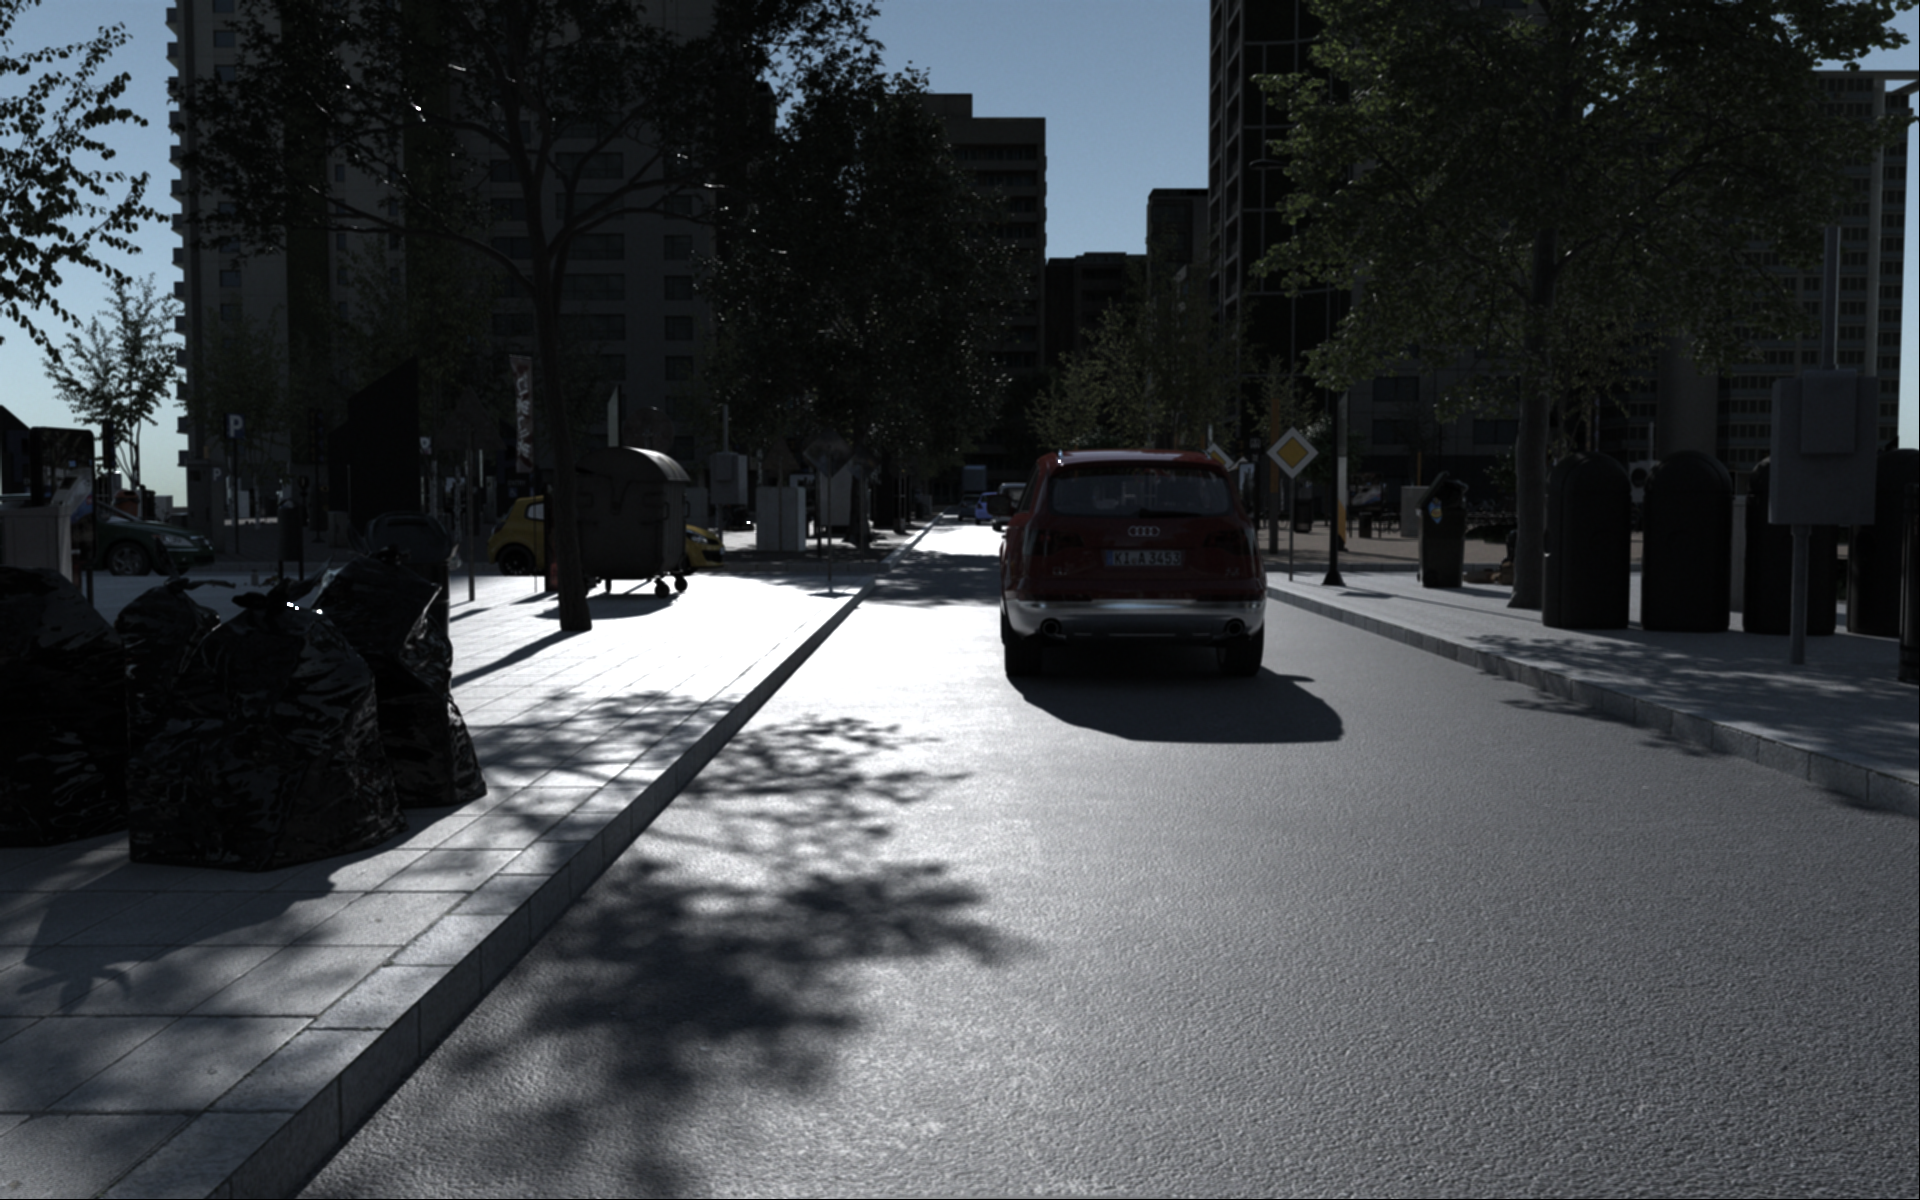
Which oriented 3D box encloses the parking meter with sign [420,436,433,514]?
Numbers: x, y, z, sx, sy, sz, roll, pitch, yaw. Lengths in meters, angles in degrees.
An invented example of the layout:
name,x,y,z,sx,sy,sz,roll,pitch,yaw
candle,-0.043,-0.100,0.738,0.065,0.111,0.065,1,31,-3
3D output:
name,x,y,z,sx,sy,sz,roll,pitch,yaw
parking meter with sign,-16.548,-3.396,51.793,0.543,3.016,1.738,2,4,26

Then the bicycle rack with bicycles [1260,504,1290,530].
name,x,y,z,sx,sy,sz,roll,pitch,yaw
bicycle rack with bicycles,10.754,-3.026,62.854,2.852,0.926,2.925,3,5,43

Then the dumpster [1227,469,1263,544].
name,x,y,z,sx,sy,sz,roll,pitch,yaw
dumpster,6.429,-2.155,40.988,1.264,1.857,1.865,0,4,0

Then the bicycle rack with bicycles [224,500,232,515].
name,x,y,z,sx,sy,sz,roll,pitch,yaw
bicycle rack with bicycles,-44.634,-5.551,104.134,2.925,0.926,2.852,-1,4,-14

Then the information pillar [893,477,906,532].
name,x,y,z,sx,sy,sz,roll,pitch,yaw
information pillar,-2.039,-3.291,58.306,0.304,2.012,0.304,-3,5,-41

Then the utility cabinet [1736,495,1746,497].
name,x,y,z,sx,sy,sz,roll,pitch,yaw
utility cabinet,34.469,-4.016,76.821,1.020,1.237,0.306,-1,4,-21

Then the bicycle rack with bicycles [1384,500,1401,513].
name,x,y,z,sx,sy,sz,roll,pitch,yaw
bicycle rack with bicycles,26.254,-5.410,101.843,2.852,0.926,2.925,-1,4,-18

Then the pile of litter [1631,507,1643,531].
name,x,y,z,sx,sy,sz,roll,pitch,yaw
pile of litter,23.075,-2.801,59.767,1.719,0.858,1.176,0,4,6

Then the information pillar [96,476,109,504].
name,x,y,z,sx,sy,sz,roll,pitch,yaw
information pillar,-35.183,-4.077,71.147,0.304,2.012,0.304,1,4,18

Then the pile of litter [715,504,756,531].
name,x,y,z,sx,sy,sz,roll,pitch,yaw
pile of litter,-7.676,-2.842,60.428,1.719,0.858,1.176,1,4,17

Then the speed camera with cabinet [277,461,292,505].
name,x,y,z,sx,sy,sz,roll,pitch,yaw
speed camera with cabinet,-40.995,-6.769,105.006,0.660,3.252,2.038,-2,4,-30

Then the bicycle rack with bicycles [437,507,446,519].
name,x,y,z,sx,sy,sz,roll,pitch,yaw
bicycle rack with bicycles,-27.910,-4.664,89.645,2.925,0.926,2.852,2,4,26

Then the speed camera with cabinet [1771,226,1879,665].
name,x,y,z,sx,sy,sz,roll,pitch,yaw
speed camera with cabinet,7.171,-1.134,12.877,2.038,3.252,0.660,1,4,19

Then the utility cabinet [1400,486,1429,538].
name,x,y,z,sx,sy,sz,roll,pitch,yaw
utility cabinet,13.456,-2.563,50.589,1.173,1.500,0.318,-1,4,-23

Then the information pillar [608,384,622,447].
name,x,y,z,sx,sy,sz,roll,pitch,yaw
information pillar,-7.372,-2.797,37.089,0.183,3.616,0.504,-3,4,-38

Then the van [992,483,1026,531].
name,x,y,z,sx,sy,sz,roll,pitch,yaw
van,2.141,-3.721,67.848,2.013,2.044,4.112,0,4,-1

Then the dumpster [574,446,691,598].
name,x,y,z,sx,sy,sz,roll,pitch,yaw
dumpster,-4.166,-0.989,21.922,1.264,1.857,1.865,0,4,0

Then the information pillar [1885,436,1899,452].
name,x,y,z,sx,sy,sz,roll,pitch,yaw
information pillar,37.178,-4.758,69.153,0.504,3.616,0.183,2,4,27

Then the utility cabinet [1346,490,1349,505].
name,x,y,z,sx,sy,sz,roll,pitch,yaw
utility cabinet,21.232,-5.224,94.092,0.318,1.500,1.173,-1,4,-22

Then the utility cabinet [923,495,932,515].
name,x,y,z,sx,sy,sz,roll,pitch,yaw
utility cabinet,-2.262,-5.905,107.716,1.020,1.237,0.306,2,4,26

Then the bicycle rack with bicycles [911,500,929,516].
name,x,y,z,sx,sy,sz,roll,pitch,yaw
bicycle rack with bicycles,-3.304,-5.491,103.155,2.925,0.926,2.852,0,4,-2

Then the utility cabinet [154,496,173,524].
name,x,y,z,sx,sy,sz,roll,pitch,yaw
utility cabinet,-34.734,-3.937,75.538,1.020,1.237,0.306,3,4,36

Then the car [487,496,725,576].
name,x,y,z,sx,sy,sz,roll,pitch,yaw
car,-6.054,-1.197,29.796,3.980,1.641,2.015,0,4,1

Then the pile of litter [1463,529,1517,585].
name,x,y,z,sx,sy,sz,roll,pitch,yaw
pile of litter,7.846,-0.666,24.856,1.176,0.858,1.719,0,4,6

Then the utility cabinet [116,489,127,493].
name,x,y,z,sx,sy,sz,roll,pitch,yaw
utility cabinet,-34.028,-3.770,70.311,0.318,1.500,1.173,-1,4,-20

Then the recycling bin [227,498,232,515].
name,x,y,z,sx,sy,sz,roll,pitch,yaw
recycling bin,-44.449,-5.730,106.236,0.722,1.027,0.722,1,4,17

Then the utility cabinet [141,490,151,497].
name,x,y,z,sx,sy,sz,roll,pitch,yaw
utility cabinet,-40.644,-4.733,86.069,1.173,1.500,0.318,3,4,36

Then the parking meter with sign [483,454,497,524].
name,x,y,z,sx,sy,sz,roll,pitch,yaw
parking meter with sign,-20.088,-4.802,74.767,0.543,3.016,1.738,-3,5,-41

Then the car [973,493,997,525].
name,x,y,z,sx,sy,sz,roll,pitch,yaw
car,1.561,-4.400,81.524,1.945,1.707,3.694,0,3,0

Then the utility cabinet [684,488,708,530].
name,x,y,z,sx,sy,sz,roll,pitch,yaw
utility cabinet,-9.342,-3.189,60.822,1.173,1.500,0.318,3,5,41

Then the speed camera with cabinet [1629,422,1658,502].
name,x,y,z,sx,sy,sz,roll,pitch,yaw
speed camera with cabinet,18.494,-3.296,48.220,0.660,3.252,2.038,-2,4,-31

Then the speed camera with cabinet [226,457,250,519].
name,x,y,z,sx,sy,sz,roll,pitch,yaw
speed camera with cabinet,-38.211,-5.952,91.658,0.660,3.252,2.038,-3,4,-39

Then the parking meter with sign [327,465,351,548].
name,x,y,z,sx,sy,sz,roll,pitch,yaw
parking meter with sign,-14.442,-2.797,41.999,0.543,3.016,1.738,3,5,42

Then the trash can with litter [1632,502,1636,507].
name,x,y,z,sx,sy,sz,roll,pitch,yaw
trash can with litter,42.036,-5.926,108.277,0.624,1.170,1.055,2,4,27

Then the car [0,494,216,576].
name,x,y,z,sx,sy,sz,roll,pitch,yaw
car,-15.133,-1.067,29.245,4.920,1.459,2.131,0,4,-1

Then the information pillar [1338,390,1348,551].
name,x,y,z,sx,sy,sz,roll,pitch,yaw
information pillar,8.484,-2.895,38.694,0.183,3.616,0.504,3,5,45

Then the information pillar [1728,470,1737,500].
name,x,y,z,sx,sy,sz,roll,pitch,yaw
information pillar,23.792,-3.002,53.579,0.304,2.012,0.304,0,4,0

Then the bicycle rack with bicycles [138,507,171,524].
name,x,y,z,sx,sy,sz,roll,pitch,yaw
bicycle rack with bicycles,-23.990,-2.182,49.051,2.925,0.926,2.852,2,4,29

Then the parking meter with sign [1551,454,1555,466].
name,x,y,z,sx,sy,sz,roll,pitch,yaw
parking meter with sign,25.591,-4.744,73.822,0.543,3.016,1.738,1,4,11

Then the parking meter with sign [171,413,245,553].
name,x,y,z,sx,sy,sz,roll,pitch,yaw
parking meter with sign,-16.459,-2.540,37.784,1.738,3.016,0.543,1,4,20

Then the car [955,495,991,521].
name,x,y,z,sx,sy,sz,roll,pitch,yaw
car,0.761,-4.954,92.995,2.014,1.417,4.499,0,4,0

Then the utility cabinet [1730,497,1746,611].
name,x,y,z,sx,sy,sz,roll,pitch,yaw
utility cabinet,8.874,-0.496,19.266,1.020,1.237,0.306,-1,4,-19

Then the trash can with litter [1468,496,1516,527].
name,x,y,z,sx,sy,sz,roll,pitch,yaw
trash can with litter,20.783,-3.409,66.797,2.233,1.210,1.678,2,4,25

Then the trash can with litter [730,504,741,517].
name,x,y,z,sx,sy,sz,roll,pitch,yaw
trash can with litter,-11.969,-4.972,92.671,0.624,1.170,1.055,1,4,14

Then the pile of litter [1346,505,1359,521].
name,x,y,z,sx,sy,sz,roll,pitch,yaw
pile of litter,19.014,-4.309,84.425,1.176,0.858,1.719,1,4,13

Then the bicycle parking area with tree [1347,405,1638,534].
name,x,y,z,sx,sy,sz,roll,pitch,yaw
bicycle parking area with tree,17.529,-4.261,56.668,8.231,4.147,9.016,-1,4,-21

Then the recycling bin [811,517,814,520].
name,x,y,z,sx,sy,sz,roll,pitch,yaw
recycling bin,-6.914,-4.454,85.377,0.722,1.027,0.722,2,4,34

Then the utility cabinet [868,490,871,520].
name,x,y,z,sx,sy,sz,roll,pitch,yaw
utility cabinet,-3.931,-4.560,83.228,0.318,1.500,1.173,-3,5,-42

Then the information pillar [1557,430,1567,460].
name,x,y,z,sx,sy,sz,roll,pitch,yaw
information pillar,21.944,-4.399,63.272,0.504,3.616,0.183,-2,4,-34

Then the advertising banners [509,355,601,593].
name,x,y,z,sx,sy,sz,roll,pitch,yaw
advertising banners,-5.341,-1.633,22.891,0.090,3.025,2.074,1,4,20

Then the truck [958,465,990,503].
name,x,y,z,sx,sy,sz,roll,pitch,yaw
truck,1.226,-10.098,154.866,2.967,4.110,18.799,0,4,1

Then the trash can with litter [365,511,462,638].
name,x,y,z,sx,sy,sz,roll,pitch,yaw
trash can with litter,-3.371,0.033,10.848,0.624,1.170,1.055,-2,4,-24

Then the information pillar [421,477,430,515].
name,x,y,z,sx,sy,sz,roll,pitch,yaw
information pillar,-22.945,-4.278,74.432,0.304,2.012,0.304,-2,4,-30

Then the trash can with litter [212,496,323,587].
name,x,y,z,sx,sy,sz,roll,pitch,yaw
trash can with litter,-9.183,-0.797,24.082,2.233,1.210,1.678,3,4,36

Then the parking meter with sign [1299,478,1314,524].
name,x,y,z,sx,sy,sz,roll,pitch,yaw
parking meter with sign,15.116,-4.847,75.508,0.543,3.016,1.738,0,4,-7

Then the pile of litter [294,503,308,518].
name,x,y,z,sx,sy,sz,roll,pitch,yaw
pile of litter,-33.610,-4.510,87.703,1.719,0.858,1.176,0,4,-2

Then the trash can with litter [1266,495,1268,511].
name,x,y,z,sx,sy,sz,roll,pitch,yaw
trash can with litter,16.699,-5.128,94.892,1.678,1.210,2.233,0,4,4

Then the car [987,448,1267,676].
name,x,y,z,sx,sy,sz,roll,pitch,yaw
car,1.376,-0.399,15.194,2.281,1.827,5.304,0,4,1

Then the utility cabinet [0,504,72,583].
name,x,y,z,sx,sy,sz,roll,pitch,yaw
utility cabinet,-5.362,0.066,10.084,0.306,1.237,1.020,-2,4,-24
